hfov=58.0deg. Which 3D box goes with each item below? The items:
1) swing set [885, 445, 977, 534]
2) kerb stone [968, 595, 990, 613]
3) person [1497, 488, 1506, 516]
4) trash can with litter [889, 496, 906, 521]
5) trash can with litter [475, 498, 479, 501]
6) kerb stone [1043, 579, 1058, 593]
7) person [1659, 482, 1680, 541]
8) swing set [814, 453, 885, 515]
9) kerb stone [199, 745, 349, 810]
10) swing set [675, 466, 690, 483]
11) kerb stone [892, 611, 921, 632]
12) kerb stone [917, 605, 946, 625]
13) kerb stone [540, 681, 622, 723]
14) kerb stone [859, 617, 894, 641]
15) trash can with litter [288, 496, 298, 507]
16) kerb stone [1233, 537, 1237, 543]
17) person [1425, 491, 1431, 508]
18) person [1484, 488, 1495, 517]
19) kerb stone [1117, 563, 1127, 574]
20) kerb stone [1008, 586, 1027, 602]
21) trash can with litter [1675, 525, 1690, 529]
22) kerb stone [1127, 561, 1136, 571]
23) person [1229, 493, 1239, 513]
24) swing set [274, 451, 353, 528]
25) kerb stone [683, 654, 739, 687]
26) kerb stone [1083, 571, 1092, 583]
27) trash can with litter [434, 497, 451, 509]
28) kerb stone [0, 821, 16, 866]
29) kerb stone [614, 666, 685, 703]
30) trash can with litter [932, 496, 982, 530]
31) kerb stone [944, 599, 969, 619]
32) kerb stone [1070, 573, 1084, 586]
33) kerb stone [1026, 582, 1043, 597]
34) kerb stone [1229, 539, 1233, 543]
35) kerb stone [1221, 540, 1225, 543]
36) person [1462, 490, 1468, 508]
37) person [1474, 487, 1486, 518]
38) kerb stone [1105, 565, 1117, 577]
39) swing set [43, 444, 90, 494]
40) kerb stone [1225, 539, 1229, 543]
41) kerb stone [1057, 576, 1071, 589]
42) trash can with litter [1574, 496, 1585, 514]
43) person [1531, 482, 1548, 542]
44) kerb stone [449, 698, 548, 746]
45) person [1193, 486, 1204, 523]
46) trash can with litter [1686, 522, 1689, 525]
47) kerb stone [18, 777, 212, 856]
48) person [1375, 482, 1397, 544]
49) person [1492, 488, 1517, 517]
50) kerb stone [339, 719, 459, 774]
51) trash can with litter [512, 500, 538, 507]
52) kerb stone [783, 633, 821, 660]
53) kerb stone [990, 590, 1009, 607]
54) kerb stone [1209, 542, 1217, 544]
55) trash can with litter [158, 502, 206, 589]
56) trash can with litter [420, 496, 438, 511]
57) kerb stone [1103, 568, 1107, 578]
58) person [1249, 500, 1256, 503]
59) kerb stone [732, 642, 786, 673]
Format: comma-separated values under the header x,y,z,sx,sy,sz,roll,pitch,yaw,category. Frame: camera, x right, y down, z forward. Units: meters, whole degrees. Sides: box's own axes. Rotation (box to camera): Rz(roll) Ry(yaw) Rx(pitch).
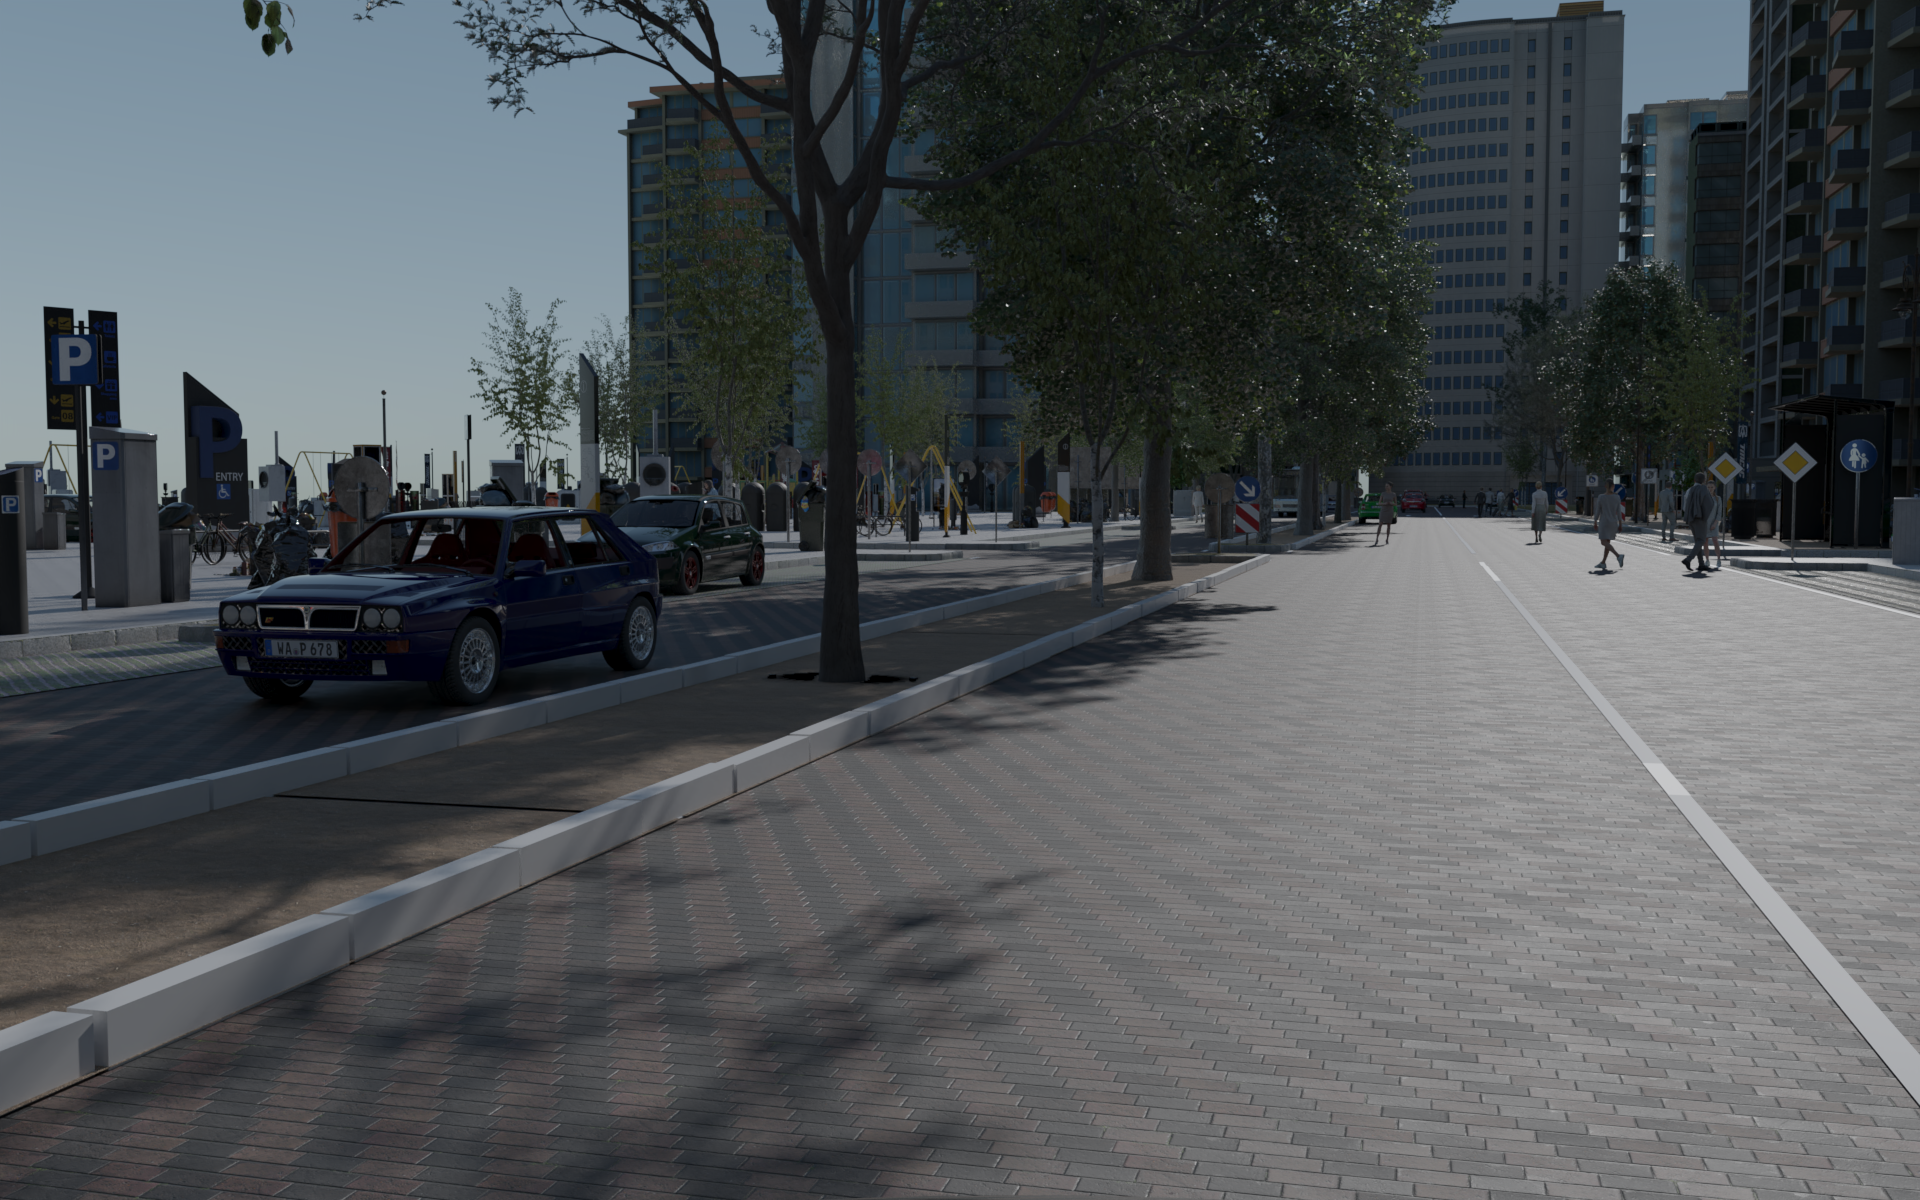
x,y,z,sx,sy,sz,roll,pitch,yaw,category
-0.935,-3.626,56.900,2.862,2.851,3.119,0,4,-2,swing set
0.160,0.063,21.162,0.120,0.150,1.000,1,4,15,kerb stone
34.966,-6.319,112.039,0.641,1.798,0.478,-3,5,-39,person
-3.032,-4.287,81.486,1.055,1.170,0.624,-1,4,-12,trash can with litter
-14.119,-2.483,51.989,0.624,1.170,1.055,-3,4,-38,trash can with litter
1.217,-0.179,25.126,0.120,0.150,1.000,1,4,15,kerb stone
21.571,-2.702,52.778,0.391,1.810,0.635,-2,4,-26,person
-4.042,-4.143,65.357,2.862,2.851,3.119,3,4,38,swing set
-3.290,0.853,8.294,0.120,0.150,1.000,1,4,15,kerb stone
-16.276,-6.101,97.365,2.862,2.851,3.119,-3,4,-39,swing set
-0.636,0.250,18.201,0.120,0.150,1.000,1,4,15,kerb stone
-0.378,0.184,19.190,0.120,0.150,1.000,1,4,15,kerb stone
-2.491,0.669,11.262,0.120,0.150,1.000,1,4,15,kerb stone
-0.890,0.305,17.205,0.120,0.150,1.000,1,4,15,kerb stone
-30.356,-4.170,79.239,2.233,1.210,1.678,2,4,31,trash can with litter
7.714,-1.665,49.425,0.120,0.150,1.000,1,4,15,kerb stone
49.171,-10.623,182.908,1.217,1.743,0.721,0,4,6,person
32.816,-6.060,107.422,0.661,1.843,0.795,2,4,30,person
2.812,-0.543,31.080,0.120,0.150,1.000,1,4,15,kerb stone
0.687,-0.058,23.143,0.120,0.150,1.000,1,4,15,kerb stone
27.253,-3.256,64.298,2.233,1.210,1.678,-1,4,-16,trash can with litter
3.074,-0.603,32.069,0.120,0.150,1.000,1,4,15,kerb stone
13.487,-4.665,84.876,0.850,1.850,0.679,2,4,35,person
-23.564,-4.075,64.250,2.862,2.851,3.119,1,4,15,swing set
-1.957,0.554,13.248,0.120,0.150,1.000,1,4,15,kerb stone
2.007,-0.361,28.105,0.120,0.150,1.000,1,4,15,kerb stone
-17.388,-2.815,57.418,0.624,1.170,1.055,1,4,9,trash can with litter
-3.821,0.972,6.307,0.120,0.150,1.000,1,4,15,kerb stone
-2.229,0.608,12.258,0.120,0.150,1.000,1,4,15,kerb stone
-0.224,-3.157,62.676,1.678,1.210,2.233,-1,4,-13,trash can with litter
-0.104,0.124,20.174,0.120,0.150,1.000,1,4,15,kerb stone
1.746,-0.301,27.117,0.120,0.150,1.000,1,4,15,kerb stone
0.951,-0.119,24.136,0.120,0.150,1.000,1,4,15,kerb stone
7.459,-1.603,48.435,0.120,0.150,1.000,1,4,15,kerb stone
6.927,-1.479,46.448,0.120,0.150,1.000,1,4,15,kerb stone
50.806,-10.145,174.387,0.705,1.821,1.348,3,4,36,person
31.258,-5.854,103.992,0.659,1.850,0.755,2,4,27,person
2.541,-0.482,30.078,0.120,0.150,1.000,1,4,15,kerb stone
-27.851,-3.536,55.434,2.862,2.851,3.119,1,4,13,swing set
7.193,-1.540,47.445,0.120,0.150,1.000,1,4,15,kerb stone
1.482,-0.239,26.120,0.120,0.150,1.000,1,4,15,kerb stone
39.707,-6.096,111.057,0.624,1.170,1.055,1,4,20,trash can with litter
17.104,-2.593,51.118,0.478,1.798,0.641,1,4,21,person
-2.756,0.729,10.275,0.120,0.150,1.000,1,4,15,kerb stone
11.692,-4.677,84.846,0.514,1.842,0.818,0,4,-8,person
30.735,-3.714,72.118,1.055,1.170,0.624,2,4,26,trash can with litter
-3.555,0.911,7.302,0.120,0.150,1.000,1,4,15,kerb stone
12.126,-2.475,49.301,0.599,1.781,0.374,1,4,13,person
34.535,-6.182,109.796,1.509,1.804,0.699,1,4,22,person
-3.020,0.792,9.280,0.120,0.150,1.000,1,4,15,kerb stone
-7.552,-1.178,30.640,0.624,1.170,1.055,1,4,17,trash can with litter
-1.436,0.426,15.231,0.120,0.150,1.000,1,4,15,kerb stone
0.422,0.009,22.151,0.120,0.150,1.000,1,4,15,kerb stone
6.659,-1.423,45.459,0.120,0.150,1.000,1,4,15,kerb stone
-10.546,-0.701,22.853,0.624,1.170,1.055,1,4,21,trash can with litter
-16.615,-2.564,52.984,2.233,1.210,1.678,0,4,-8,trash can with litter
2.275,-0.417,29.092,0.120,0.150,1.000,1,4,15,kerb stone
15.039,-4.929,89.435,0.694,1.780,0.624,-1,4,-16,person
-1.691,0.486,14.242,0.120,0.150,1.000,1,4,15,kerb stone
